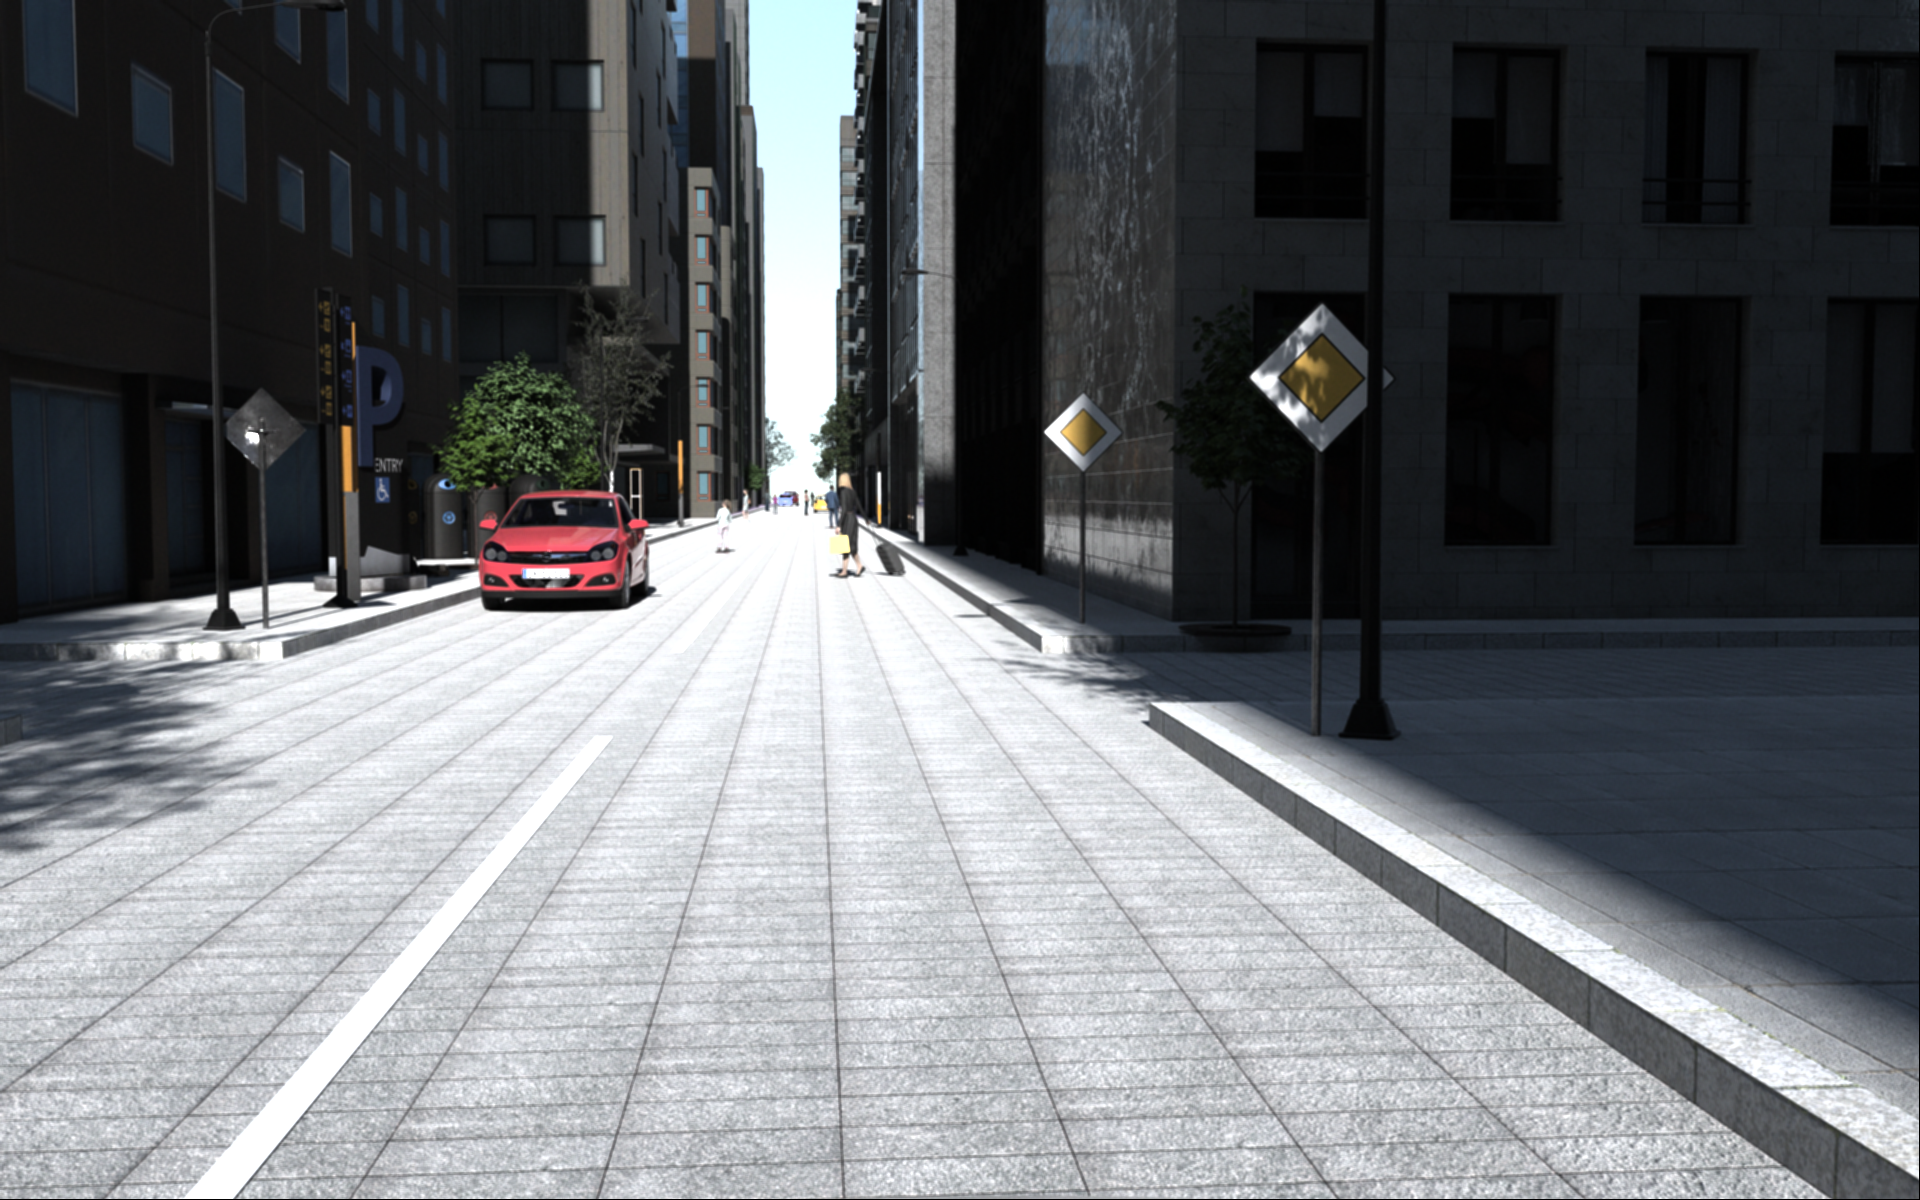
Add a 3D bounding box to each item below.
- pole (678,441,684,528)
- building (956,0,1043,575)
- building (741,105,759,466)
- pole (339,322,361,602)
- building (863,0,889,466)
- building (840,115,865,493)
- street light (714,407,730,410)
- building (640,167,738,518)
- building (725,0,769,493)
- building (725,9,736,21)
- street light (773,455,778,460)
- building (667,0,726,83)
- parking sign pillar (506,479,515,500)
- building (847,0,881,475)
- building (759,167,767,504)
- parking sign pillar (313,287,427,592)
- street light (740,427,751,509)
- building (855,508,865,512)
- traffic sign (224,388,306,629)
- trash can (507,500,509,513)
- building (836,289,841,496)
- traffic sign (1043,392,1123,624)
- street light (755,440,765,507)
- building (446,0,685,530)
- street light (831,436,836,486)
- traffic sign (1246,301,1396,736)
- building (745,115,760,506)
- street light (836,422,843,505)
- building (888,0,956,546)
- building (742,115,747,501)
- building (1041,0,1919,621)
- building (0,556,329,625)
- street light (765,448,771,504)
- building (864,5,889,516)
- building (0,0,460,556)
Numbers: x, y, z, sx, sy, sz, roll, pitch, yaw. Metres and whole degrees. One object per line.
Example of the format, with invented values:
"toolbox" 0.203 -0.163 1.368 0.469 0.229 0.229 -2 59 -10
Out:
"pole" -10.641 -4.416 66.043 0.158 3.312 0.155 0 3 0
"building" 6.689 -12.560 35.036 12.332 23.373 15.834 0 4 -5
"building" -29.900 -33.344 195.281 14.600 45.320 14.200 0 4 -5
"pole" -7.276 -1.637 20.610 0.158 3.312 0.155 0 3 0
"building" 3.250 -15.816 77.657 14.314 24.678 30.058 0 4 -5
"building" -6.169 -31.012 190.647 14.154 41.232 14.086 0 4 -5
"street light" -13.015 -7.355 92.796 1.470 5.913 1.316 0 4 -5
"building" -28.115 -15.914 105.230 27.650 21.520 28.899 0 4 -5
"building" -35.516 -48.181 226.015 20.563 71.187 20.611 0 4 -5
"building" -25.434 -27.986 141.158 14.154 41.232 14.086 0 4 -5
"street light" -22.483 -14.124 203.473 1.470 5.913 1.316 0 4 -5
"building" -24.325 -29.132 126.413 14.600 45.320 14.200 0 4 -5
"parking sign pillar" -15.498 -4.227 57.584 1.447 3.967 1.447 0 4 6
"building" 1.968 -32.626 153.039 23.786 49.044 30.456 0 4 -5
"building" -30.848 -32.193 209.948 14.154 41.232 14.086 0 4 -5
"parking sign pillar" -7.948 -2.127 23.249 1.447 3.967 1.447 1 4 14
"street light" -15.376 -9.056 120.607 1.470 5.913 1.316 0 4 -5
"building" 8.560 -26.588 126.597 32.217 40.220 23.993 0 4 -5
"traffic sign" -6.610 -0.783 16.440 0.795 2.450 0.064 0 4 -5
"trash can" -11.576 -1.934 43.272 0.748 1.137 0.748 0 3 0
"building" -10.427 -28.878 243.850 14.160 30.474 14.107 0 4 -5
"traffic sign" 1.208 -0.822 17.084 0.795 2.450 0.064 0 4 -5
"street light" -17.650 -10.747 148.249 1.470 5.913 1.316 0 4 -5
"building" -26.188 -29.540 72.214 28.713 52.752 27.495 0 4 -5
"street light" -9.478 -10.221 139.647 1.470 5.913 1.316 0 4 -5
"traffic sign" 1.887 -0.335 9.128 0.795 2.450 0.064 0 4 -5
"building" -28.690 -30.433 181.169 14.154 41.232 14.086 0 4 -5
"street light" -7.083 -8.507 111.631 1.470 5.913 1.316 0 4 -5
"building" 4.248 -14.353 52.700 12.078 24.808 19.932 0 4 -5
"building" -26.841 -28.841 155.149 14.154 41.232 14.086 0 4 -5
"building" 10.071 -10.270 22.663 16.860 20.320 10.420 0 4 -5
"building" -16.448 -22.690 21.089 14.600 45.320 14.200 0 4 -5
"street light" -20.054 -12.431 175.784 1.470 5.913 1.316 0 4 -5
"building" 1.046 -20.518 107.172 14.160 30.474 14.107 0 4 -5
"building" -21.506 -24.087 43.941 14.600 45.320 14.200 0 4 -5
